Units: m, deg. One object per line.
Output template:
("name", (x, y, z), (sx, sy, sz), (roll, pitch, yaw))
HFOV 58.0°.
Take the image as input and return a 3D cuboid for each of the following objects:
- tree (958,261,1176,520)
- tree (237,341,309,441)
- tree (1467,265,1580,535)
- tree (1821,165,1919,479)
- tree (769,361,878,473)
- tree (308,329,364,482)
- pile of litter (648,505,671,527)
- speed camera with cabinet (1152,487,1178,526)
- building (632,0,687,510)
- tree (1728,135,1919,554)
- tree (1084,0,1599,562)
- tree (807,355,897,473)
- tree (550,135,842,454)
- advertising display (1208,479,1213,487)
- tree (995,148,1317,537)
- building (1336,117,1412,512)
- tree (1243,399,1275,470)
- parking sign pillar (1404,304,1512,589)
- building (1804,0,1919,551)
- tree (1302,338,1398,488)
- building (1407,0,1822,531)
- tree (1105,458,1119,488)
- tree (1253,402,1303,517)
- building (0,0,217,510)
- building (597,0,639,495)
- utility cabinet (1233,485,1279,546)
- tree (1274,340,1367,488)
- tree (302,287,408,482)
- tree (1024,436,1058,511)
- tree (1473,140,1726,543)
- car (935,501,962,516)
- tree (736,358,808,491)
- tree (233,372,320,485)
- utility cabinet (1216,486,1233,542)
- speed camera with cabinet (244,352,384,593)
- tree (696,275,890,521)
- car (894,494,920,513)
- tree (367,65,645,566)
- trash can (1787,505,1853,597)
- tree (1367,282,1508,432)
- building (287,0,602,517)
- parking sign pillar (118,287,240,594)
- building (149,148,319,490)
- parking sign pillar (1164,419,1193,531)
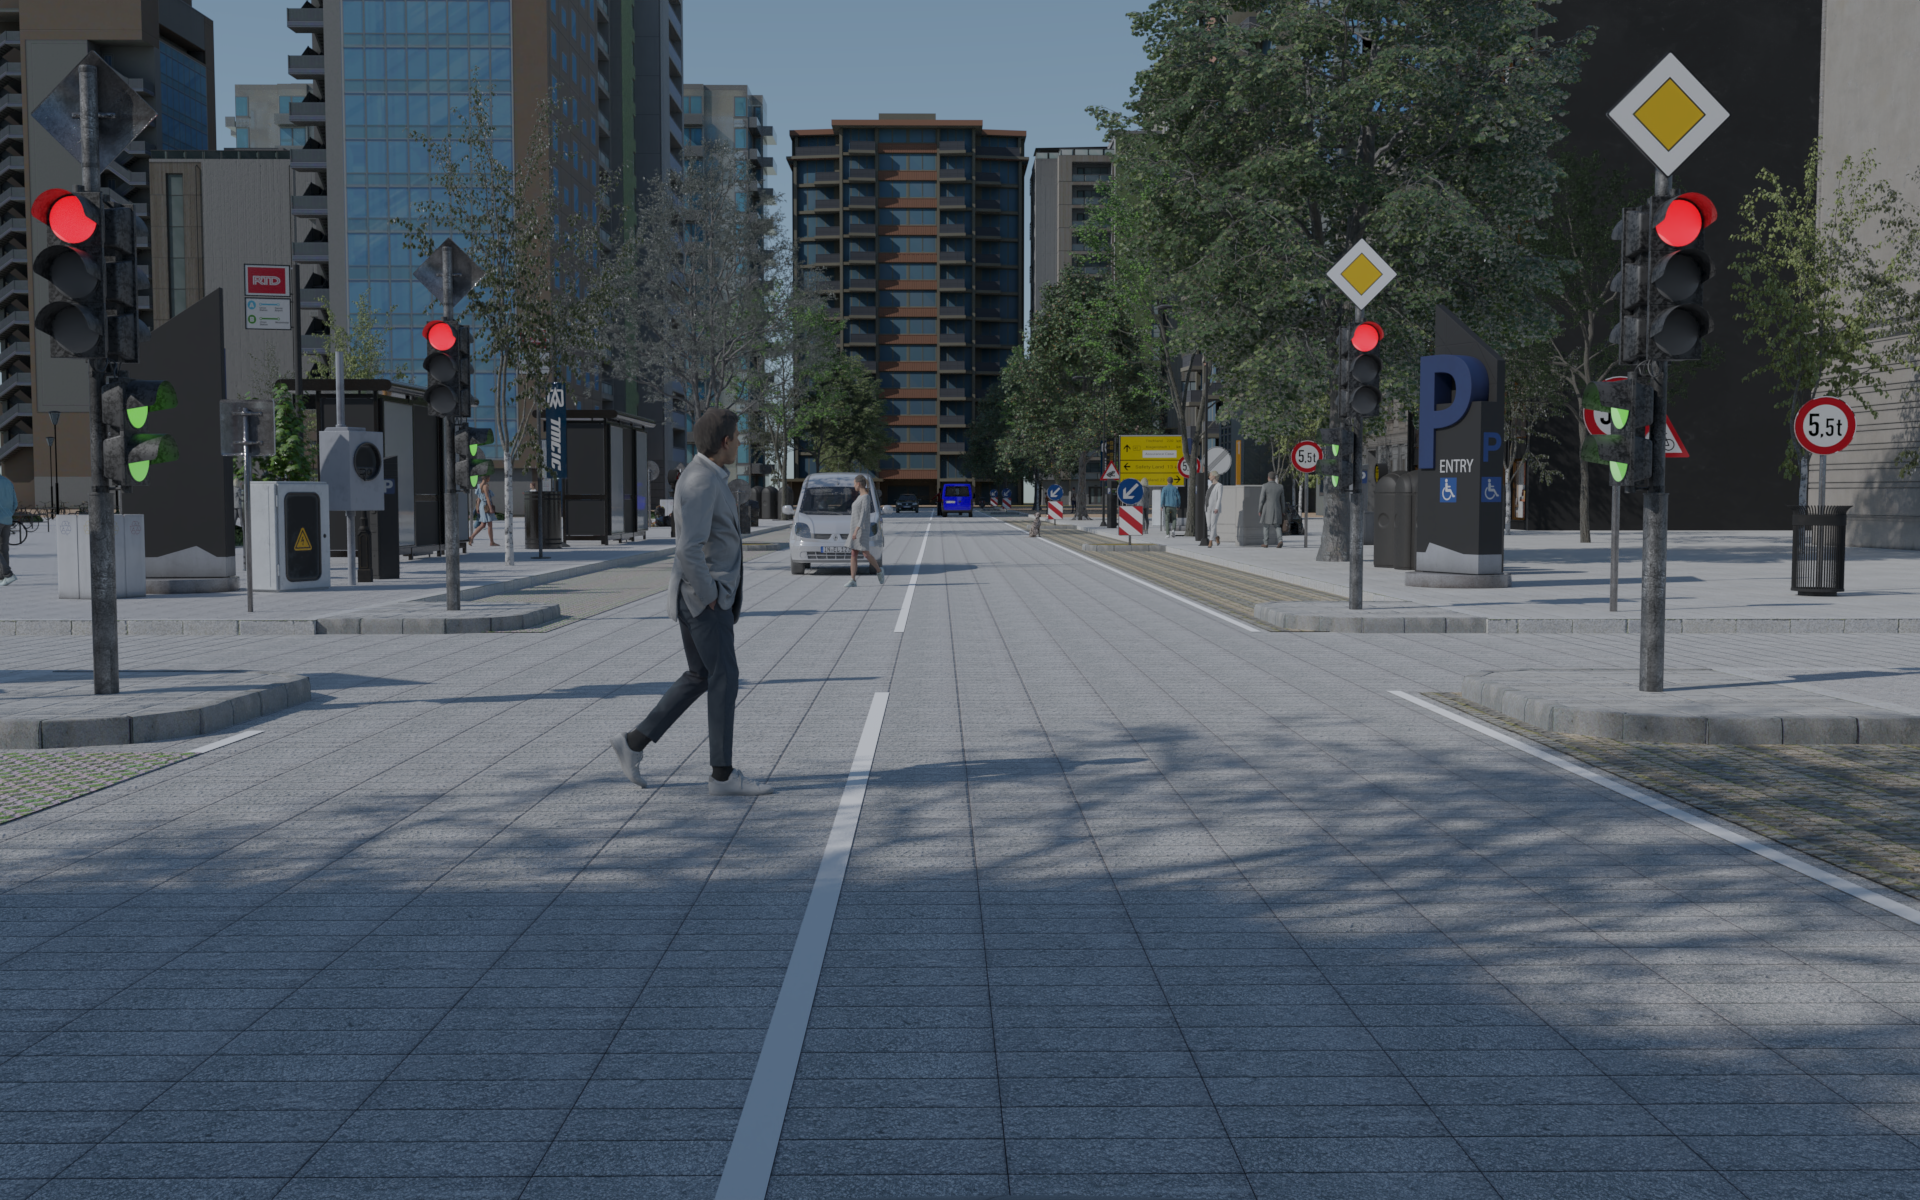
("tree", (6.055, -10.231, 84.282), (9.611, 12.733, 9.660), (0, 3, 0))
("tree", (-32.404, -8.108, 82.934), (4.360, 8.622, 3.978), (0, 3, 0))
("tree", (17.032, -6.311, 53.544), (4.360, 8.622, 3.978), (0, 3, 0))
("tree", (16.948, -4.793, 28.727), (4.360, 8.622, 3.978), (0, 3, 0))
("tree", (-8.745, -10.602, 107.751), (7.601, 10.594, 8.767), (1, 4, 12))
("tree", (-25.728, -7.721, 76.605), (4.360, 8.622, 3.978), (0, 3, 0))
("pile of litter", (-11.916, -3.280, 67.601), (1.719, 0.858, 1.176), (-3, 4, -38))
("speed camera with cabinet", (8.504, -4.589, 69.367), (0.660, 3.252, 2.038), (3, 5, 41))
("building", (-37.630, -36.831, 144.183), (28.212, 58.520, 21.231), (0, 4, -1))
("tree", (18.111, -5.273, 36.583), (4.737, 8.622, 4.395), (0, 3, 0))
("tree", (7.216, -7.715, 32.796), (9.857, 13.997, 8.962), (0, 3, 0))
("tree", (-8.934, -13.590, 140.330), (7.486, 12.596, 7.792), (0, 3, 0))
("tree", (-8.731, -9.079, 58.817), (12.009, 13.543, 11.850), (0, 3, 0))
("advertising display", (10.368, -4.214, 74.120), (0.974, 1.923, 0.123), (2, 4, 35))
("tree", (6.916, -7.710, 51.813), (9.928, 11.665, 9.643), (0, 3, 0))
("building", (25.032, -14.443, 85.301), (9.793, 20.994, 18.267), (0, 4, -1))
("tree", (13.061, -7.335, 70.291), (4.737, 8.622, 4.395), (0, 3, 0))
("parking sign pillar", (6.953, -2.177, 24.073), (1.447, 3.967, 1.447), (-2, 4, -24))
("building", (31.404, -12.373, 38.456), (21.152, 22.565, 11.583), (0, 4, -1))
("tree", (17.301, -7.669, 75.751), (4.360, 8.622, 3.978), (0, 3, 0))
("building", (25.933, -14.571, 67.907), (12.332, 23.373, 15.834), (0, 4, -1))
("tree", (6.891, -4.893, 74.598), (1.663, 3.219, 1.824), (0, 3, 0))
("tree", (16.149, -8.040, 81.822), (4.360, 8.622, 3.978), (0, 3, 0))
("building", (-73.423, -30.473, 148.348), (14.200, 45.320, 14.600), (0, 4, -1))
("building", (-29.723, -26.398, 115.203), (14.154, 41.232, 14.086), (0, 4, -1))
("utility cabinet", (7.277, -2.059, 42.349), (1.173, 1.500, 0.318), (-2, 4, -34))
("tree", (14.418, -6.992, 64.688), (4.737, 8.622, 4.395), (0, 3, 0))
("tree", (-21.883, -6.838, 62.168), (4.737, 8.622, 4.395), (0, 3, 0))
("tree", (5.983, -10.860, 127.923), (4.360, 8.622, 3.978), (0, 3, 0))
("tree", (16.140, -6.784, 45.328), (7.601, 10.594, 8.767), (0, 4, -2))
("car", (-0.689, -6.387, 117.011), (1.945, 1.354, 3.894), (0, 3, 0))
("tree", (-9.870, -8.667, 92.063), (4.360, 8.622, 3.978), (0, 3, 0))
("tree", (-10.632, -2.006, 27.401), (1.663, 3.219, 1.824), (0, 3, 0))
("utility cabinet", (7.397, -2.279, 45.948), (1.173, 1.500, 0.318), (3, 5, 40))
("speed camera with cabinet", (-8.714, -1.780, 23.445), (0.660, 3.252, 2.038), (1, 4, 23))
("tree", (-8.627, -9.635, 83.288), (9.928, 11.665, 9.643), (0, 3, 0))
("car", (-4.008, -7.466, 131.849), (2.009, 1.686, 4.222), (0, 4, -1))
("tree", (-7.838, -4.922, 30.832), (4.360, 8.622, 3.978), (0, 3, 0))
("trash can", (10.825, -0.623, 21.837), (0.748, 1.137, 0.748), (0, 3, 0))
("tree", (17.142, -6.656, 59.181), (4.737, 8.622, 4.395), (0, 3, 0))
("building", (-29.311, -27.564, 100.776), (14.600, 45.320, 14.200), (0, 4, -1))
("parking sign pillar", (-10.298, -2.098, 22.775), (1.447, 3.967, 1.447), (0, 4, -7))
("building", (-59.055, -23.032, 148.272), (14.107, 30.474, 14.160), (0, 4, -1))
("parking sign pillar", (7.870, -4.408, 60.537), (1.447, 3.967, 1.447), (1, 4, 12))
